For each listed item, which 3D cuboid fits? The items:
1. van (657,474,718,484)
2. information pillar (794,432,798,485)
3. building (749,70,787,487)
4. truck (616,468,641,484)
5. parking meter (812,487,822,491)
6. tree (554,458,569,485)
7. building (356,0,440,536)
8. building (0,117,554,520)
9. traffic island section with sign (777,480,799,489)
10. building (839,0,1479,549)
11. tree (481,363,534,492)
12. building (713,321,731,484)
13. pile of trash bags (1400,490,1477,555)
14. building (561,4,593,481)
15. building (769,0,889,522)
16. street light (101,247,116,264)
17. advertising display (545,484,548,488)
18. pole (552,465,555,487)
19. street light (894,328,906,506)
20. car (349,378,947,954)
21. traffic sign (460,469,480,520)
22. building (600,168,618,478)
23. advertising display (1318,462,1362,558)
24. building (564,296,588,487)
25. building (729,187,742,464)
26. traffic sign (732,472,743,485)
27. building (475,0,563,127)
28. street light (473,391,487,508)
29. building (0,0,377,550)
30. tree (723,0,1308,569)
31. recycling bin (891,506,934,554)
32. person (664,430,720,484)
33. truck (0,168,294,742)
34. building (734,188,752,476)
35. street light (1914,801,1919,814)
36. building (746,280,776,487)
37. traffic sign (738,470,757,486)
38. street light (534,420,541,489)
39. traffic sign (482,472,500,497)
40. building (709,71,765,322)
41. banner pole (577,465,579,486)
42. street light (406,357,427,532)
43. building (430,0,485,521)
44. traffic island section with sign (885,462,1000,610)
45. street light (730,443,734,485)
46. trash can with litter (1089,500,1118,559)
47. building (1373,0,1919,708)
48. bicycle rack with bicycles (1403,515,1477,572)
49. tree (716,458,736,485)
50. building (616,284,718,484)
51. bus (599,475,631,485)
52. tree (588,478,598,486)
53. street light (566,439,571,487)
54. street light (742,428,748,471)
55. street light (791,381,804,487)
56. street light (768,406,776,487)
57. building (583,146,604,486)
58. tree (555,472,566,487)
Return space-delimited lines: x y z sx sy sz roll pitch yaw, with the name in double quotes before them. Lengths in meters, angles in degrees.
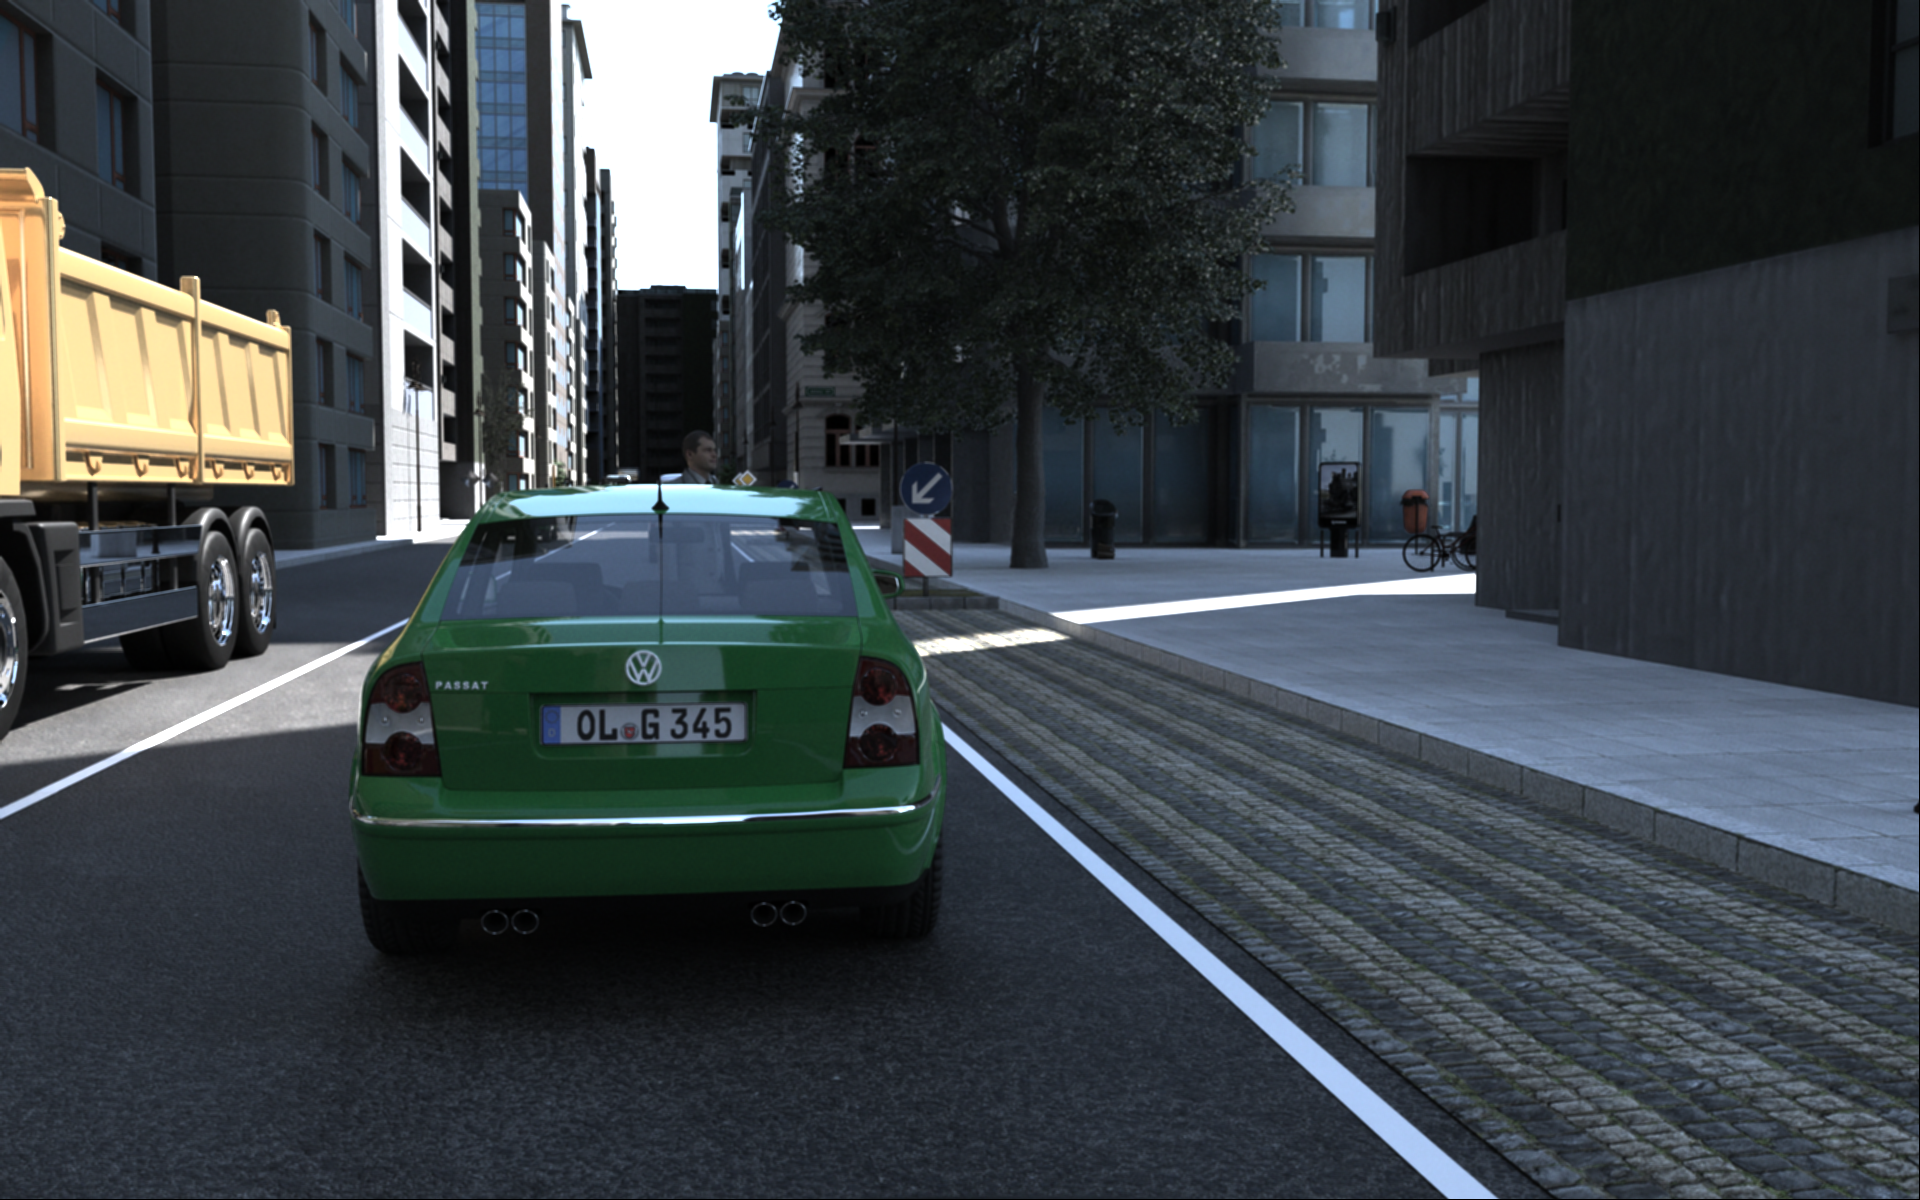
"van" -5.903 -1.878 37.718 2.013 2.044 4.112 -1 4 -8
"information pillar" -6.175 -4.517 65.200 0.183 3.616 0.504 -1 4 -15
"building" -5.126 -19.085 105.554 14.314 27.812 24.014 -1 4 -9
"truck" -35.960 -12.157 187.674 2.839 4.237 11.283 -1 4 -10
"parking meter" -5.018 -3.202 60.758 0.372 1.533 0.369 0 3 0
"tree" -31.618 -9.122 132.864 4.285 4.588 4.351 0 3 0
"building" -32.804 -31.509 57.178 28.212 58.520 21.231 -1 4 -9
"building" -41.008 -16.251 110.741 27.650 21.520 28.899 -1 4 -9
"traffic island section with sign" -5.012 -2.457 48.805 1.989 1.847 2.006 -1 4 -9
"building" 8.828 -26.527 53.322 23.786 49.044 30.456 -1 4 -9
"tree" -25.810 -8.934 96.438 4.360 8.622 3.978 0 3 0
"building" -12.664 -21.045 189.131 27.650 21.520 28.899 -1 4 -9
"pile of trash bags" 11.038 -1.636 36.496 3.447 1.369 1.912 0 4 8
"building" -55.167 -36.758 190.230 28.713 52.752 27.495 -1 4 -9
"building" 2.699 -18.328 87.057 23.554 28.519 14.401 -1 4 -9
"street light" -13.124 -3.314 26.965 0.468 5.910 1.993 -1 4 -9
"advertising display" -26.053 -6.358 109.171 0.123 1.923 0.974 -1 4 -18
"pole" -28.697 -7.861 122.373 0.158 3.312 0.155 0 3 0
"street light" -1.451 -4.064 39.227 0.468 5.910 1.993 -1 4 -9
"car" -1.132 0.119 6.850 1.959 1.807 4.718 0 4 -7
"traffic sign" -19.626 -4.022 69.407 0.795 2.450 0.064 -1 4 -9
"building" -59.105 -37.874 242.945 21.600 48.544 21.300 -1 4 -9
"advertising display" 7.684 -1.825 35.053 0.123 1.923 0.974 -3 5 -42
"building" -50.114 -19.477 163.490 27.650 21.520 28.899 -1 4 -9
"building" -15.099 -24.139 166.380 14.160 30.474 14.107 -1 4 -9
"traffic sign" -10.019 -4.612 79.052 0.795 2.450 0.064 -1 4 -9
"building" -39.494 -29.972 140.151 14.600 45.320 14.200 -1 4 -9
"street light" -21.431 -6.397 77.378 0.468 5.910 1.993 -1 4 -9
"building" -27.627 -11.394 31.336 27.650 21.520 28.899 -1 4 -9
"tree" 1.090 -7.527 29.729 9.857 13.997 8.962 0 3 0
"recycling bin" -1.019 -1.509 37.231 0.722 1.027 0.722 1 4 22
"person" -1.551 -0.109 10.376 0.767 1.812 0.694 2 4 29
"truck" -6.944 -0.959 11.602 3.469 3.379 9.791 0 4 -8
"building" -12.373 -19.976 144.637 12.078 24.808 19.932 -1 4 -9
"street light" 3.935 -2.079 6.780 0.468 5.910 1.993 -1 4 -9
"building" -9.994 -16.606 126.261 10.420 20.320 16.860 -1 4 -9
"traffic sign" -8.724 -4.130 71.172 0.795 2.450 0.064 -1 4 -9
"street light" -26.508 -8.321 108.843 0.468 5.910 1.993 -1 4 -9
"traffic sign" -20.921 -4.504 77.287 0.795 2.450 0.064 -1 4 -9
"building" -16.418 -38.355 216.337 28.713 52.752 27.495 -1 4 -9
"banner pole" -32.533 -9.641 147.650 0.401 3.779 0.863 -1 4 -15
"street light" -18.288 -5.237 58.415 0.468 5.910 1.993 -1 4 -9
"building" -30.777 -18.997 82.302 14.160 30.474 14.107 -1 4 -9
"traffic island section with sign" -0.641 -0.830 22.205 1.989 1.847 2.006 -1 4 -9
"street light" -20.122 -11.017 152.915 0.468 5.910 1.993 -1 4 -9
"trash can with litter" 2.913 -1.409 34.422 0.624 1.170 1.055 0 4 -5
"building" 11.632 -14.996 16.893 14.160 30.474 14.107 -1 4 -9
"bicycle rack with bicycles" 9.081 -0.959 29.062 2.925 0.926 2.852 1 4 22
"tree" -20.364 -10.558 156.343 4.285 4.588 4.351 0 3 0
"building" -40.781 -28.770 242.088 14.107 30.474 14.160 -1 4 -9
"bus" -32.842 -10.452 165.745 2.948 3.499 13.247 -1 4 -10
"tree" -44.556 -13.283 211.780 1.663 3.219 1.824 0 3 0
"street light" -31.816 -10.274 140.774 0.468 5.910 1.993 -1 4 -9
"street light" -14.986 -9.075 121.159 0.468 5.910 1.993 -1 4 -9
"street light" -6.659 -6.013 71.106 0.468 5.910 1.993 -1 4 -9
"street light" -9.713 -7.152 89.726 0.468 5.910 1.993 -1 4 -9
"building" -52.579 -34.726 217.881 14.200 45.320 14.600 -1 4 -9
"tree" -30.409 -8.219 128.984 1.663 3.219 1.824 0 3 0
